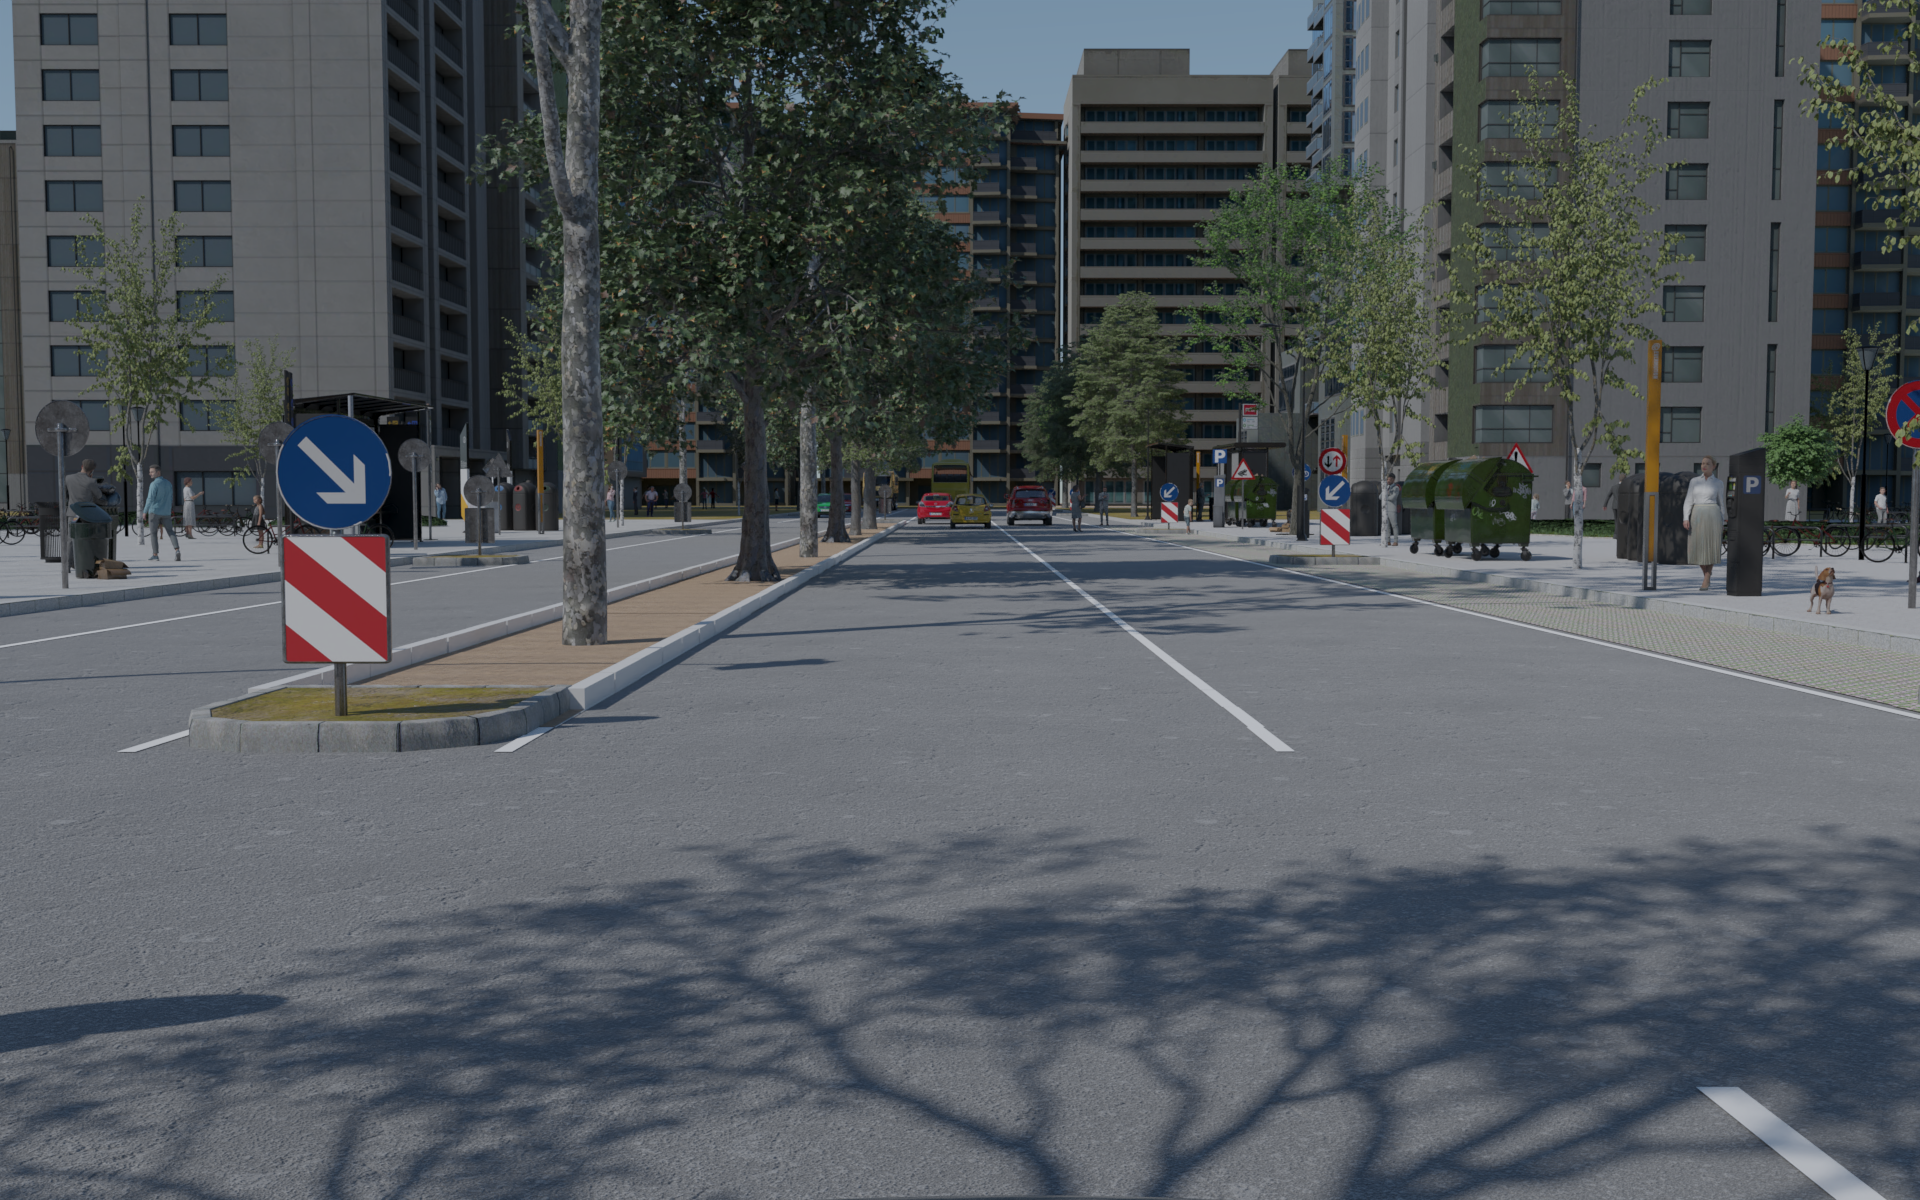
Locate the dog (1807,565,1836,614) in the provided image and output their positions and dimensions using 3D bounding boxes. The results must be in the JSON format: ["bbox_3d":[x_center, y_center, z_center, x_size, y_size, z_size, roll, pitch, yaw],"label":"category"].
[{"bbox_3d":[9.281,-0.109,18.617,0.406,0.507,0.540,-2,4,-24],"label":"dog"}]

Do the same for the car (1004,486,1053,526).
[{"bbox_3d":[3.201,-4.381,80.305,2.281,1.827,5.304,0,4,1],"label":"car"}]

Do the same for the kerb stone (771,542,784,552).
[{"bbox_3d":[-4.706,-1.377,44.711,0.120,0.150,1.000,0,3,0],"label":"kerb stone"}]

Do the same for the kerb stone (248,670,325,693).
[{"bbox_3d":[-4.637,0.628,11.924,0.120,0.150,1.000,0,3,0],"label":"kerb stone"}]

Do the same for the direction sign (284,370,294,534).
[{"bbox_3d":[-12.395,-2.451,32.067,0.379,3.537,0.876,-1,4,-14],"label":"direction sign"}]

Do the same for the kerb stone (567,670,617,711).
[{"bbox_3d":[-2.539,0.628,11.933,0.120,0.150,1.000,0,3,0],"label":"kerb stone"}]

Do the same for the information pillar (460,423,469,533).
[{"bbox_3d":[-16.316,-4.022,57.117,0.183,3.616,0.504,-3,5,-41],"label":"information pillar"}]

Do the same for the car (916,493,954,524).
[{"bbox_3d":[-1.072,-4.540,83.276,2.155,1.783,4.494,0,4,2],"label":"car"}]

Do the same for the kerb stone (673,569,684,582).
[{"bbox_3d":[-4.685,-0.374,28.312,0.120,0.150,1.000,0,3,0],"label":"kerb stone"}]

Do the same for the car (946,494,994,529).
[{"bbox_3d":[0.426,-3.834,72.912,2.015,1.641,3.980,0,4,-1],"label":"car"}]

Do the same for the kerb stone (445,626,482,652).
[{"bbox_3d":[-4.642,0.378,16.021,0.120,0.150,1.000,0,3,0],"label":"kerb stone"}]

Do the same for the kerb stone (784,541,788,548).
[{"bbox_3d":[-4.710,-1.440,45.733,0.120,0.150,1.000,0,3,0],"label":"kerb stone"}]

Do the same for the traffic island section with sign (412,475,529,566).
[{"bbox_3d":[-9.956,-1.645,35.523,1.989,1.847,2.006,0,3,0],"label":"traffic island section with sign"}]

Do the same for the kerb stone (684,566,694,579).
[{"bbox_3d":[-4.678,-0.435,29.335,0.120,0.150,1.000,0,3,0],"label":"kerb stone"}]

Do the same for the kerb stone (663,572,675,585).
[{"bbox_3d":[-4.669,-0.311,27.288,0.120,0.150,1.000,0,3,0],"label":"kerb stone"}]

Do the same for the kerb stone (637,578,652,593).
[{"bbox_3d":[-4.676,-0.186,25.238,0.120,0.150,1.000,0,3,0],"label":"kerb stone"}]

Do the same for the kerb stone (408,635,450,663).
[{"bbox_3d":[-4.650,0.440,14.998,0.120,0.150,1.000,0,3,0],"label":"kerb stone"}]

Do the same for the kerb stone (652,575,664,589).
[{"bbox_3d":[-4.669,-0.249,26.266,0.120,0.150,1.000,0,3,0],"label":"kerb stone"}]

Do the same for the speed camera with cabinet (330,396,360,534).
[{"bbox_3d":[-12.643,-2.518,35.502,0.660,3.252,2.038,-1,4,-18],"label":"speed camera with cabinet"}]

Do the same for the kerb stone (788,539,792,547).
[{"bbox_3d":[-4.710,-1.502,46.760,0.120,0.150,1.000,0,3,0],"label":"kerb stone"}]

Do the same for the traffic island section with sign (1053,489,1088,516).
[{"bbox_3d":[7.295,-6.363,112.661,1.989,1.847,2.006,0,3,0],"label":"traffic island section with sign"}]

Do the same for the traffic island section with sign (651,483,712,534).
[{"bbox_3d":[-10.015,-3.294,62.479,1.989,1.847,2.006,0,3,0],"label":"traffic island section with sign"}]

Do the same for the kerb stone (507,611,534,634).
[{"bbox_3d":[-4.651,0.252,18.069,0.120,0.150,1.000,0,3,0],"label":"kerb stone"}]

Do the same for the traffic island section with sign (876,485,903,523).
[{"bbox_3d":[-3.742,-4.743,85.682,2.006,1.907,1.989,0,3,0],"label":"traffic island section with sign"}]

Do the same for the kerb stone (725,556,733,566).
[{"bbox_3d":[-4.685,-0.751,34.467,0.120,0.150,1.000,0,3,0],"label":"kerb stone"}]

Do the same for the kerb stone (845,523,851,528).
[{"bbox_3d":[-4.767,-3.189,74.424,0.120,0.150,1.000,0,3,0],"label":"kerb stone"}]

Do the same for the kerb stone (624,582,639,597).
[{"bbox_3d":[-4.676,-0.124,24.216,0.120,0.150,1.000,0,3,0],"label":"kerb stone"}]

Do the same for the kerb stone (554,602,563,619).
[{"bbox_3d":[-4.655,0.127,20.122,0.120,0.150,1.000,0,3,0],"label":"kerb stone"}]

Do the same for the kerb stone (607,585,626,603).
[{"bbox_3d":[-4.667,-0.061,23.194,0.120,0.150,1.000,0,3,0],"label":"kerb stone"}]

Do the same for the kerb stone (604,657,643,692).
[{"bbox_3d":[-2.541,0.565,12.963,0.120,0.150,1.000,0,3,0],"label":"kerb stone"}]

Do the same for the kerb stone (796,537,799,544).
[{"bbox_3d":[-4.714,-1.627,48.814,0.120,0.150,1.000,0,3,0],"label":"kerb stone"}]

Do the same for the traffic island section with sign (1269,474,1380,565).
[{"bbox_3d":[7.454,-1.658,35.730,1.989,1.847,2.006,0,3,0],"label":"traffic island section with sign"}]

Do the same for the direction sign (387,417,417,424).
[{"bbox_3d":[-16.313,-3.595,50.777,0.876,3.537,0.379,-1,4,-18],"label":"direction sign"}]

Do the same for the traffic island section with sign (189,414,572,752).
[{"bbox_3d":[-3.572,-0.147,10.544,2.006,1.907,1.989,0,3,0],"label":"traffic island section with sign"}]

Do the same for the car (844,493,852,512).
[{"bbox_3d":[-7.920,-6.792,120.088,2.155,1.783,4.494,0,4,-1],"label":"car"}]

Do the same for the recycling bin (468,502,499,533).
[{"bbox_3d":[-15.574,-2.695,56.621,0.722,1.027,0.722,2,4,25],"label":"recycling bin"}]

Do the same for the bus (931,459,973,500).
[{"bbox_3d":[-0.557,-7.907,120.824,2.896,3.916,12.252,0,4,1],"label":"bus"}]

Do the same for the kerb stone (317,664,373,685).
[{"bbox_3d":[-4.643,0.565,12.954,0.120,0.150,1.000,0,3,0],"label":"kerb stone"}]

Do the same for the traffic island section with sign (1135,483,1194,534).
[{"bbox_3d":[7.400,-3.320,62.910,1.989,1.847,2.006,0,3,0],"label":"traffic island section with sign"}]

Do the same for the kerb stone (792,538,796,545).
[{"bbox_3d":[-4.713,-1.562,47.792,0.120,0.150,1.000,0,3,0],"label":"kerb stone"}]

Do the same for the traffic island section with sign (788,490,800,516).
[{"bbox_3d":[-10.124,-6.361,112.633,1.989,1.847,2.006,0,3,0],"label":"traffic island section with sign"}]

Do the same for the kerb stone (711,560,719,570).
[{"bbox_3d":[-4.689,-0.620,32.419,0.120,0.150,1.000,0,3,0],"label":"kerb stone"}]

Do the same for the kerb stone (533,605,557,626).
[{"bbox_3d":[-4.652,0.192,19.092,0.120,0.150,1.000,0,3,0],"label":"kerb stone"}]

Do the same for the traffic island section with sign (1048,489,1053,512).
[{"bbox_3d":[7.251,-8.012,139.616,1.989,1.847,2.006,0,3,0],"label":"traffic island section with sign"}]

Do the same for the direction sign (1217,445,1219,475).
[{"bbox_3d":[12.209,-5.405,80.371,0.876,3.537,0.379,-3,5,-39],"label":"direction sign"}]

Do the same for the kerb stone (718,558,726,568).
[{"bbox_3d":[-4.686,-0.688,33.442,0.120,0.150,1.000,0,3,0],"label":"kerb stone"}]

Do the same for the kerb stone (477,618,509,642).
[{"bbox_3d":[-4.652,0.315,17.043,0.120,0.150,1.000,0,3,0],"label":"kerb stone"}]

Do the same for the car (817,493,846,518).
[{"bbox_3d":[-7.911,-5.840,104.272,1.959,1.807,4.718,0,4,1],"label":"car"}]

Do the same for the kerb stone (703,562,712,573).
[{"bbox_3d":[-4.680,-0.562,31.388,0.120,0.150,1.000,0,3,0],"label":"kerb stone"}]

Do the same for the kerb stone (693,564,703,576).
[{"bbox_3d":[-4.689,-0.499,30.357,0.120,0.150,1.000,0,3,0],"label":"kerb stone"}]

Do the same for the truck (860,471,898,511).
[{"bbox_3d":[-6.893,-9.416,149.872,3.469,3.379,9.791,0,4,1],"label":"truck"}]

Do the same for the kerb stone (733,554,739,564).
[{"bbox_3d":[-4.688,-0.813,35.490,0.120,0.150,1.000,0,3,0],"label":"kerb stone"}]

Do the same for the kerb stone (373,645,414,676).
[{"bbox_3d":[-4.647,0.504,13.976,0.120,0.150,1.000,0,3,0],"label":"kerb stone"}]

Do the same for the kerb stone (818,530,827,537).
[{"bbox_3d":[-4.745,-2.317,60.086,0.120,0.150,1.000,0,3,0],"label":"kerb stone"}]
